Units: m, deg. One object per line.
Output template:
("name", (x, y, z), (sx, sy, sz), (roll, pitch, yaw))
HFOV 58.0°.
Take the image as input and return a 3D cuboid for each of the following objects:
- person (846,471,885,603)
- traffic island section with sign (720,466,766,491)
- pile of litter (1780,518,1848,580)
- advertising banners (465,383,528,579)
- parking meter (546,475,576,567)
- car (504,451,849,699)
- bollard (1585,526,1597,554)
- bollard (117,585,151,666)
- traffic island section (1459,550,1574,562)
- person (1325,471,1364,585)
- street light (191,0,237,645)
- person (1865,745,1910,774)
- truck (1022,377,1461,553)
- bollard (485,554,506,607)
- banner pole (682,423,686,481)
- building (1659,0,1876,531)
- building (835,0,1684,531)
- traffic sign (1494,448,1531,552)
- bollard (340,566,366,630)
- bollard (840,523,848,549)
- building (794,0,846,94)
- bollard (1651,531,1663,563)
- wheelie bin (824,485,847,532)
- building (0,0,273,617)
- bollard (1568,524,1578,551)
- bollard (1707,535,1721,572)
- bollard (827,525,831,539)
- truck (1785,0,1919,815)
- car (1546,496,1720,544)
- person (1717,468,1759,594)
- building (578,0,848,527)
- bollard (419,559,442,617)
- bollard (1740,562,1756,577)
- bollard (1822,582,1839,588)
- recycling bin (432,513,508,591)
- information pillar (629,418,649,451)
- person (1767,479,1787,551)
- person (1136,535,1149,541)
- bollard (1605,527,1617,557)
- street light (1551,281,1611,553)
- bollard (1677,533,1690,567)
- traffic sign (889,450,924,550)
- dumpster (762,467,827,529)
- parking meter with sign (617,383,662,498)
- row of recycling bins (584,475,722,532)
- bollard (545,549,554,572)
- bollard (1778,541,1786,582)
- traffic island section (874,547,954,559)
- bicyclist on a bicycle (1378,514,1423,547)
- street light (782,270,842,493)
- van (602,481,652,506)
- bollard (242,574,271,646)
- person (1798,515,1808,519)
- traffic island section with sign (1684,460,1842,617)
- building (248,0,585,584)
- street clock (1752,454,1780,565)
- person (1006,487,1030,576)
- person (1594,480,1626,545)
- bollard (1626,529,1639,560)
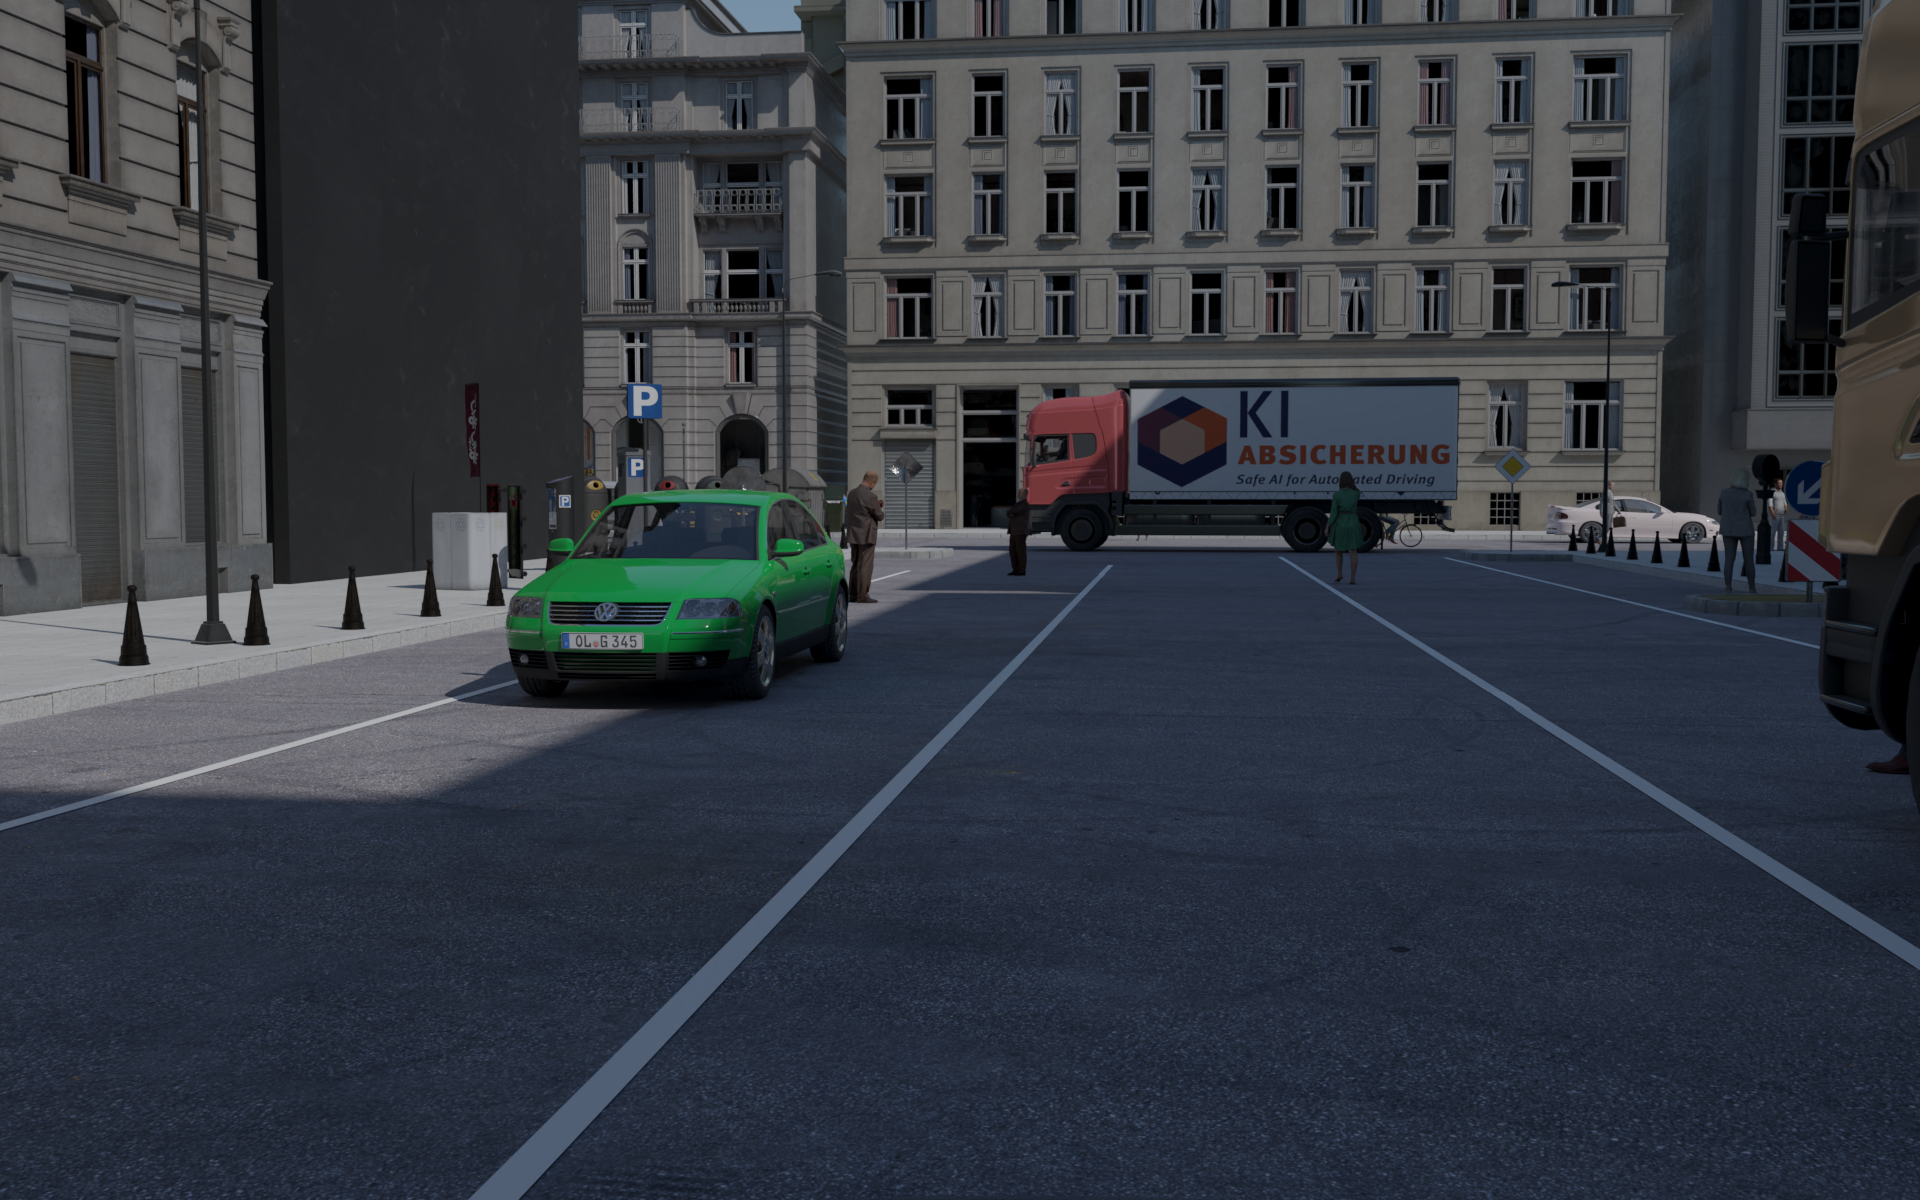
("person", (-1.229, -0.837, 22.865), (0.565, 1.739, 0.600), (1, 4, 23))
("traffic island section with sign", (-3.014, -0.904, 23.407), (1.989, 1.847, 2.006), (0, 4, 7))
("pile of litter", (13.207, -0.762, 26.426), (1.176, 0.858, 1.719), (1, 4, 13))
("advertising banners", (-7.215, -1.874, 26.831), (0.090, 3.025, 2.074), (-3, 5, -39))
("parking meter", (-5.240, -0.877, 22.748), (0.372, 1.533, 0.369), (0, 3, 0))
("car", (-2.051, -0.293, 13.582), (1.959, 1.807, 4.718), (0, 4, 7))
("bollard", (13.578, -1.297, 37.247), (0.229, 0.601, 0.229), (0, 3, 0))
("bollard", (-6.201, 0.187, 12.984), (0.229, 0.601, 0.229), (0, 3, 0))
("traffic island section", (12.174, -0.974, 38.207), (2.009, 0.180, 2.903), (0, 4, 7))
("person", (6.138, -1.151, 27.560), (0.600, 1.795, 0.529), (-1, 4, -11))
("street light", (-5.869, -2.573, 14.609), (1.470, 5.913, 1.316), (0, 4, 7))
("person", (5.108, -0.028, 8.873), (0.836, 1.842, 0.656), (1, 4, 15))
("truck", (6.566, -3.336, 43.455), (11.283, 4.237, 2.839), (1, 4, 9))
("bollard", (-5.323, -0.232, 19.840), (0.229, 0.601, 0.229), (0, 3, 0))
("banner pole", (-9.660, -4.319, 60.636), (0.401, 3.779, 0.863), (-1, 4, -8))
("building", (41.053, -14.904, 62.750), (30.058, 24.678, 14.314), (0, 4, 7))
("building", (10.903, -14.355, 67.986), (30.059, 22.955, 16.112), (0, 4, 7))
("traffic sign", (12.149, -2.110, 38.133), (0.795, 2.450, 0.064), (0, 4, 7))
("bollard", (-5.760, -0.023, 16.420), (0.229, 0.601, 0.229), (0, 3, 0))
("bollard", (-2.717, -1.490, 40.399), (0.229, 0.601, 0.229), (0, 3, 0))
("building", (-2.825, -32.438, 154.055), (21.300, 48.544, 21.600), (0, 4, 7))
("bollard", (12.919, -0.982, 32.092), (0.229, 0.601, 0.229), (0, 3, 0))
("wheelie bin", (-4.219, -3.065, 58.017), (0.980, 1.594, 0.693), (0, 4, 4))
("building", (-15.090, -10.121, 14.622), (9.793, 20.994, 18.267), (0, 4, 7))
("bollard", (13.792, -1.401, 38.956), (0.229, 0.601, 0.229), (0, 3, 0))
("bollard", (12.488, -0.773, 28.675), (0.229, 0.601, 0.229), (0, 3, 0))
("bollard", (-2.937, -1.385, 38.691), (0.229, 0.601, 0.229), (0, 3, 0))
("truck", (4.502, -0.850, 2.804), (2.839, 4.237, 11.283), (0, 4, 6))
("car", (19.759, -2.357, 50.892), (4.827, 1.381, 2.083), (0, 4, 8))
("person", (10.941, -0.960, 24.373), (0.526, 1.800, 0.537), (-3, 4, -38))
("building", (-16.210, -13.913, 69.285), (24.055, 21.916, 13.314), (0, 4, 7))
("bollard", (-5.547, -0.128, 18.133), (0.229, 0.601, 0.229), (0, 3, 0))
("bollard", (12.272, -0.668, 26.959), (0.229, 0.601, 0.229), (0, 3, 0))
("bollard", (11.838, -0.458, 23.533), (0.229, 0.601, 0.229), (0, 3, 0))
("recycling bin", (-6.609, -0.661, 23.370), (0.722, 1.027, 0.722), (2, 4, 28))
("information pillar", (-7.612, -3.048, 41.183), (0.504, 3.616, 0.183), (1, 4, 15))
("person", (19.713, -2.023, 41.726), (0.875, 1.805, 0.789), (-2, 4, -25))
("person", (5.523, -2.715, 53.079), (0.537, 1.800, 0.526), (1, 4, 16))
("bollard", (13.357, -1.193, 35.539), (0.229, 0.601, 0.229), (0, 3, 0))
("street light", (13.600, -3.997, 37.900), (1.470, 5.913, 1.316), (0, 4, 7))
("bollard", (12.704, -0.877, 30.383), (0.229, 0.601, 0.229), (0, 3, 0))
("traffic sign", (-1.235, -2.214, 39.847), (0.795, 2.450, 0.064), (0, 4, 7))
("dumpster", (-3.732, -1.992, 38.320), (1.264, 1.857, 1.865), (0, 4, 7))
("parking meter with sign", (-5.291, -1.955, 28.221), (0.543, 3.016, 1.738), (-1, 4, -22))
("row of recycling bins", (-6.865, -1.913, 38.396), (3.534, 1.692, 1.069), (0, 4, -5))
("bollard", (-5.107, -0.337, 21.557), (0.229, 0.601, 0.229), (0, 3, 0))
("bollard", (12.051, -0.563, 25.243), (0.229, 0.601, 0.229), (0, 3, 0))
("traffic island section", (-1.259, -1.078, 39.912), (2.009, 0.180, 2.903), (0, 4, 7))
("bicyclist on a bicycle", (11.648, -2.239, 46.636), (1.625, 1.676, 1.499), (0, 4, 5))
("street light", (-3.146, -3.893, 36.195), (1.470, 5.913, 1.316), (0, 4, 7))
("van", (-10.500, -2.990, 55.894), (4.112, 2.044, 2.013), (0, 4, 6))
("bollard", (-5.982, 0.081, 14.712), (0.229, 0.601, 0.229), (0, 3, 0))
("person", (21.415, -2.161, 43.815), (0.713, 1.824, 0.794), (2, 4, 33))
("traffic island section with sign", (10.011, -0.764, 21.116), (1.989, 1.847, 2.006), (0, 4, 7))
("building", (-16.576, -12.311, 30.961), (15.834, 23.373, 12.332), (0, 4, 7))
("street clock", (14.644, -1.648, 31.516), (0.471, 2.002, 0.358), (-2, 4, -27))
("person", (1.022, -1.197, 30.346), (0.388, 1.546, 0.482), (-1, 4, -18))
("person", (18.030, -2.416, 48.130), (0.853, 1.813, 0.709), (3, 4, 38))
("bollard", (13.139, -1.087, 33.819), (0.229, 0.601, 0.229), (0, 3, 0))
